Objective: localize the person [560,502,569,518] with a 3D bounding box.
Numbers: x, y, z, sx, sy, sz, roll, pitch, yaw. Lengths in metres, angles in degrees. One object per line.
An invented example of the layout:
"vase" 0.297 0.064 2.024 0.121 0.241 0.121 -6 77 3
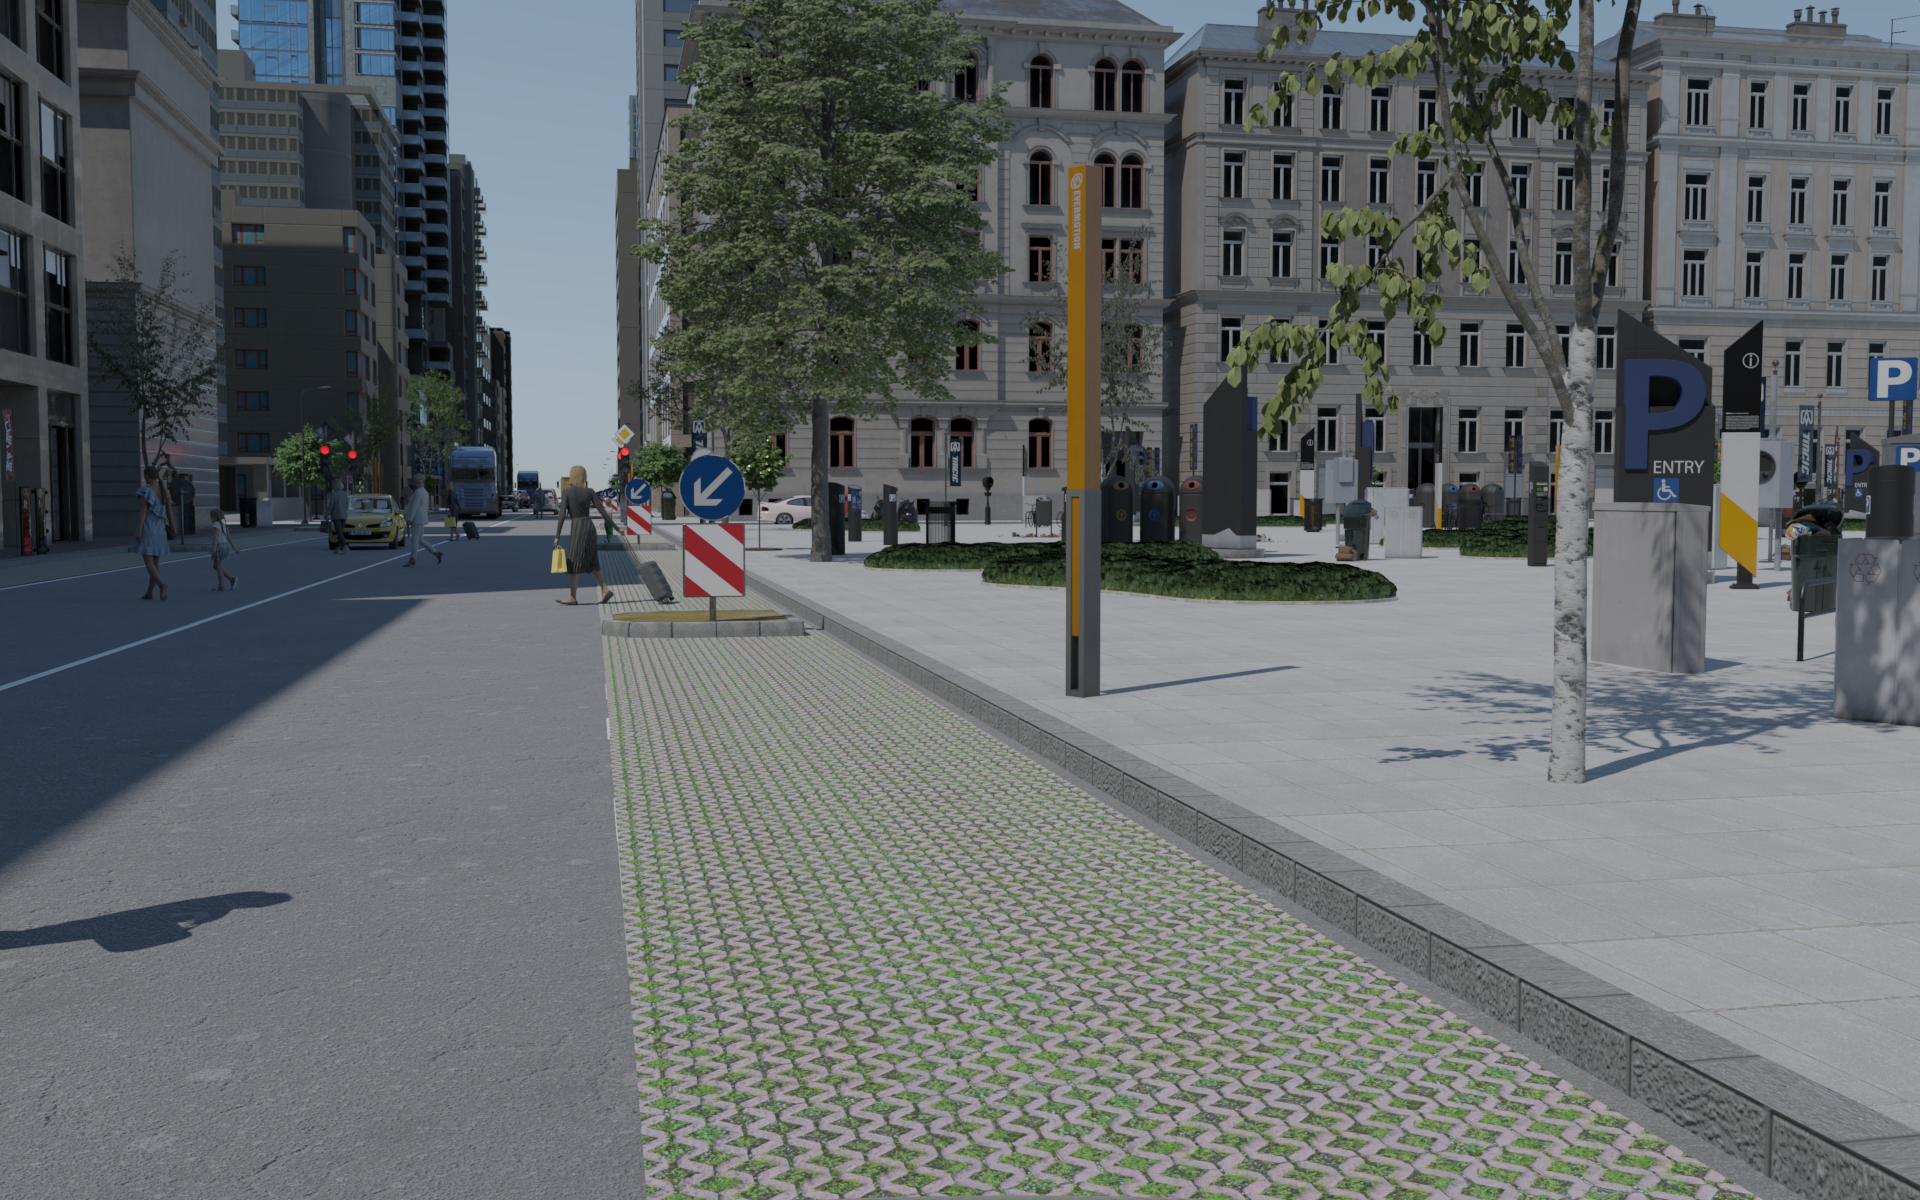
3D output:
"person" -23.663 -5.794 103.900 0.731 1.740 0.598 -3 4 -36

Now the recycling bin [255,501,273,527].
"recycling bin" -27.246 -3.358 67.461 0.722 1.027 0.722 -3 4 -38

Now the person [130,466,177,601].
"person" -10.821 -0.901 23.331 0.778 1.811 0.616 3 5 40

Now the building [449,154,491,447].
"building" -77.829 -38.085 242.300 23.786 49.044 30.456 -1 4 -12

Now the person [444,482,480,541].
"person" -15.424 -2.739 53.507 0.699 1.804 1.509 2 4 29

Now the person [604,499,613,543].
"person" -9.449 -2.064 46.487 0.306 1.304 0.590 1 4 9

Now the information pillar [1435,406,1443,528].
"information pillar" 12.861 -3.374 46.519 0.183 3.616 0.504 0 4 4

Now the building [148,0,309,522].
"building" -49.385 -23.863 82.033 32.217 40.220 23.993 -1 4 -12

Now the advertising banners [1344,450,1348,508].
"advertising banners" 15.201 -4.402 68.158 0.090 3.025 2.074 1 4 15

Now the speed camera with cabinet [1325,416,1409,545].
"speed camera with cabinet" 10.373 -3.045 44.115 2.038 3.252 0.660 -1 4 -9

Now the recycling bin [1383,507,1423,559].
"recycling bin" 8.882 -1.356 34.732 0.722 1.027 0.722 1 4 11

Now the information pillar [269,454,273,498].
"information pillar" -40.379 -6.754 101.789 0.504 3.616 0.183 2 4 24

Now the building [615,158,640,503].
"building" -37.924 -38.116 246.896 21.300 48.544 21.600 -1 4 -12

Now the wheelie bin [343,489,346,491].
"wheelie bin" -35.666 -5.611 99.642 0.980 1.594 0.693 1 4 9

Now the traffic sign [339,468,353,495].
"traffic sign" -30.217 -5.220 85.453 0.768 2.556 0.104 0 4 -8

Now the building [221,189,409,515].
"building" -53.108 -16.632 116.966 27.650 21.520 28.899 -1 4 -12

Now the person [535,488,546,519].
"person" -24.395 -5.627 100.603 0.635 1.810 0.391 -1 4 -13

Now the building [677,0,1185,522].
"building" -2.102 -18.411 88.406 23.554 28.519 14.401 -1 4 -12

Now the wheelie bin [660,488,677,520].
"wheelie bin" -14.274 -4.700 84.756 0.693 1.594 0.980 -2 4 -30

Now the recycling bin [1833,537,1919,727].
"recycling bin" 5.486 0.166 9.837 0.722 1.027 0.722 -3 4 -39

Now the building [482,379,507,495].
"building" -86.081 -26.094 271.672 27.650 21.520 28.899 -1 4 -12

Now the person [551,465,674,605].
"person" -4.504 -0.831 22.304 1.509 1.804 0.699 0 4 3

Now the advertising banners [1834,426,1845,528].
"advertising banners" 22.168 -2.905 43.691 0.090 3.025 2.074 1 4 22

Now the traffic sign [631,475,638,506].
"traffic sign" -21.742 -7.120 116.510 0.768 2.556 0.104 -1 4 -11

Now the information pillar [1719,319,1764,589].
"information pillar" 10.520 -1.955 23.311 0.504 3.616 0.183 1 4 10

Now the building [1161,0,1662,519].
"building" 22.077 -18.009 91.706 25.104 27.353 12.463 -1 4 -12

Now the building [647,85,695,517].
"building" -10.614 -19.087 116.588 19.350 26.468 34.151 -1 4 -12

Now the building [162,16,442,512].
"building" -64.180 -28.373 155.776 32.217 40.220 23.993 -1 4 -12

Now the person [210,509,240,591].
"person" -10.888 -0.737 25.563 0.382 1.210 0.505 0 4 -5

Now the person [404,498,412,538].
"person" -17.836 -2.654 56.146 0.306 1.304 0.590 -2 4 -29

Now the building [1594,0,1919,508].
"building" 44.007 -19.041 97.227 20.117 28.700 13.634 -1 4 -12

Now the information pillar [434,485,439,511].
"information pillar" -40.453 -7.910 133.813 0.304 2.012 0.304 -3 5 -42

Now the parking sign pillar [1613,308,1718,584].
"parking sign pillar" 10.181 -2.237 25.044 1.447 3.967 1.447 1 4 11

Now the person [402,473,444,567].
"person" -10.632 -1.583 34.256 0.818 1.842 0.514 -1 4 -23

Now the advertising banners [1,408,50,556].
"advertising banners" -19.509 -2.444 36.145 0.090 3.025 2.074 0 4 -6

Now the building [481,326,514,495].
"building" -83.489 -31.939 293.896 14.160 30.474 14.107 -1 4 -12

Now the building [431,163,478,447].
"building" -65.645 -32.046 207.538 14.154 41.232 14.086 -1 4 -12

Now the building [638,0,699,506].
"building" -20.540 -38.358 169.146 21.231 58.520 28.212 -1 4 -12

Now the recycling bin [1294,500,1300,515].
"recycling bin" 13.987 -3.554 70.663 0.722 1.027 0.722 1 4 11

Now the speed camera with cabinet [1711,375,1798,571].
"speed camera with cabinet" 12.890 -2.131 29.181 0.660 3.252 2.038 -3 5 -41

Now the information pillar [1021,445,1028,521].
"information pillar" 3.080 -5.554 82.162 0.183 3.616 0.504 1 4 22

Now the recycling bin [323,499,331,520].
"recycling bin" -31.265 -4.509 86.271 0.722 1.027 0.722 -2 4 -30

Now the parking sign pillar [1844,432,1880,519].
"parking sign pillar" 38.908 -5.274 74.707 1.447 3.967 1.447 -2 4 -28

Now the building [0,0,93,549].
"building" -29.676 -13.680 28.190 19.350 26.468 34.151 -1 4 -12

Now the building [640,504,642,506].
"building" -20.167 -30.859 196.424 32.217 40.220 23.993 -1 4 -12

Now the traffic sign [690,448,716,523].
"traffic sign" -7.072 -2.927 47.956 0.768 2.556 0.104 0 4 -4

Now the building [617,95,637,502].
"building" -42.679 -58.664 271.833 22.319 86.520 31.000 -1 4 -12

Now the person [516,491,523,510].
"person" -40.650 -9.211 159.814 0.721 1.736 1.217 1 4 20

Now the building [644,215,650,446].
"building" -18.929 -21.836 142.917 13.634 28.700 20.117 -1 4 -12

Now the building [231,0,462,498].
"building" -64.492 -53.226 182.921 22.319 86.520 31.000 -1 4 -12

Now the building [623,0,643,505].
"building" -31.731 -47.556 215.787 20.563 71.187 20.611 -1 4 -12

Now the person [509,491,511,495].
"person" -56.567 -12.806 217.846 1.348 1.831 0.705 1 4 11

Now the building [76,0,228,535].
"building" -38.165 -13.162 57.007 24.055 21.916 13.314 -1 4 -12

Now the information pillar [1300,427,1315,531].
"information pillar" 12.099 -4.216 60.292 0.504 3.616 0.183 0 4 7

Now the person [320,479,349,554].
"person" -14.883 -1.997 41.339 0.728 1.800 0.709 2 4 33
